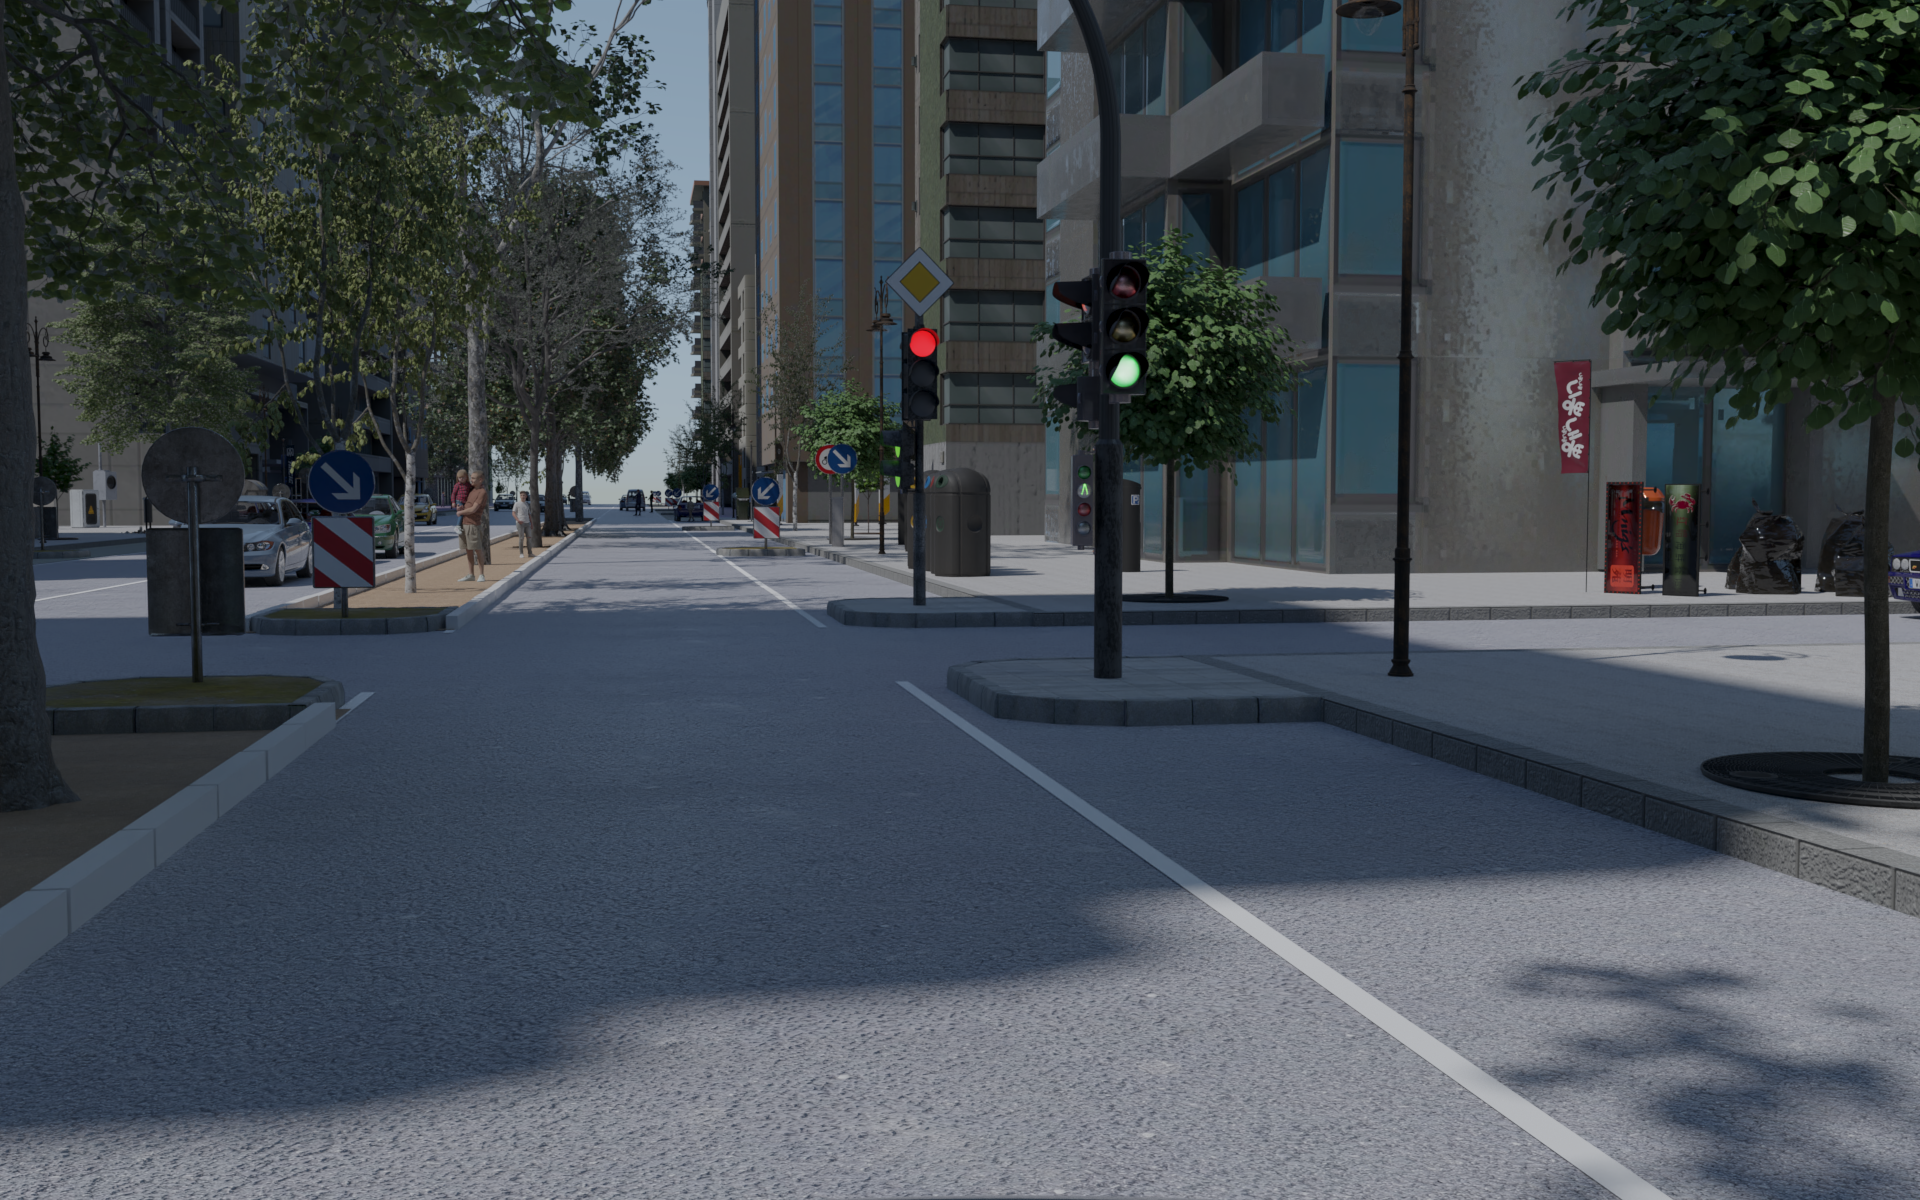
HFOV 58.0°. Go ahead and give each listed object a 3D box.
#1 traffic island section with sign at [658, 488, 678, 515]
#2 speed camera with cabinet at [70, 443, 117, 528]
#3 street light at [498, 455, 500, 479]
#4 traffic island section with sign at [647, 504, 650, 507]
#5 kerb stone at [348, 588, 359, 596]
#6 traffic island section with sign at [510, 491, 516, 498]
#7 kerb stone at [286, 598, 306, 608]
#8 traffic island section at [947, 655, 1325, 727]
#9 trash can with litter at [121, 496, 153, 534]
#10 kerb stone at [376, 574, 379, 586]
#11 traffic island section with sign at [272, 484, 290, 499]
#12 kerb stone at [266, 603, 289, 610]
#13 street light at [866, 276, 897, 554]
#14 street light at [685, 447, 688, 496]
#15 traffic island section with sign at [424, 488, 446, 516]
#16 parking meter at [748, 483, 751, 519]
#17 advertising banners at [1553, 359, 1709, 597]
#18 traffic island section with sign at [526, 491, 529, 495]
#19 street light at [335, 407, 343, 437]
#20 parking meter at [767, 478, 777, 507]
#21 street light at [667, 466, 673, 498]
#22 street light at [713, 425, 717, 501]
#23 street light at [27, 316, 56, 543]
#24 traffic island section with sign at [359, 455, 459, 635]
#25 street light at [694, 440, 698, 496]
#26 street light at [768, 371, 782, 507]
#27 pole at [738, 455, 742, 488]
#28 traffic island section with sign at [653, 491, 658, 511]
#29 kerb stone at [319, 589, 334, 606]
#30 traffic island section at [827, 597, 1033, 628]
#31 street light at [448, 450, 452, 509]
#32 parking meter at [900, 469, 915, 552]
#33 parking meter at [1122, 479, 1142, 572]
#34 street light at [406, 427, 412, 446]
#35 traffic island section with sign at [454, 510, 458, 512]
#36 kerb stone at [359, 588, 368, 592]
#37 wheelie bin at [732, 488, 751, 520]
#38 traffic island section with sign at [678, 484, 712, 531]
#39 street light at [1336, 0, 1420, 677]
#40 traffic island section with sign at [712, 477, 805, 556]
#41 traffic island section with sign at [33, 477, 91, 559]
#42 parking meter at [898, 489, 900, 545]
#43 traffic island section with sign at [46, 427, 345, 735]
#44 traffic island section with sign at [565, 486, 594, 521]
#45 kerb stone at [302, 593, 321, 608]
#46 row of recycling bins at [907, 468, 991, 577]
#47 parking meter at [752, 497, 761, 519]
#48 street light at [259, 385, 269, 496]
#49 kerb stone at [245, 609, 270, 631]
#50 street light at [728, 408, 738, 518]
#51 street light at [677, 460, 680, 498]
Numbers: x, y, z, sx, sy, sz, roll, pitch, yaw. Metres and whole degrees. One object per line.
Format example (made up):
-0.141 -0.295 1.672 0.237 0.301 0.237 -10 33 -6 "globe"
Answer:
-19.372 -6.684 117.908 1.989 1.847 2.006 -1 4 -11 "traffic island section with sign"
-33.144 -4.399 66.253 0.660 3.252 2.038 1 4 10 "speed camera with cabinet"
-53.910 -14.047 202.455 0.468 5.910 1.993 -1 4 -11 "street light"
-34.675 -11.613 198.507 1.989 1.847 2.006 -1 4 -11 "traffic island section with sign"
-8.666 -0.137 24.441 0.120 0.150 1.000 -1 4 -11 "kerb stone"
-50.535 -11.451 195.856 1.989 1.847 2.006 -1 4 -11 "traffic island section with sign"
-7.901 0.110 20.423 0.120 0.150 1.000 -1 4 -11 "kerb stone"
1.045 0.620 12.141 2.009 0.180 2.903 -1 4 -11 "traffic island section"
-26.771 -2.789 56.657 1.678 1.210 2.233 -1 4 -12 "trash can with litter"
-9.045 -0.261 26.460 0.120 0.150 1.000 -1 4 -11 "kerb stone"
-25.865 -3.505 65.931 1.989 1.847 2.006 -1 4 -11 "traffic island section with sign"
-7.714 0.170 19.418 0.120 0.150 1.000 -1 4 -11 "kerb stone"
-1.667 -3.917 36.825 0.468 5.910 1.993 -1 4 -11 "street light"
-26.662 -11.997 168.945 0.468 5.910 1.993 -1 4 -11 "street light"
-35.120 -6.483 114.620 1.989 1.847 2.006 -1 4 -11 "traffic island section with sign"
-10.886 -5.185 90.493 0.255 1.863 0.399 2 4 24 "parking meter"
8.542 -1.589 22.172 0.090 3.025 2.074 -3 5 -43 "advertising banners"
-55.662 -13.101 222.833 1.989 1.847 2.006 -1 4 -11 "traffic island section with sign"
-32.897 -7.284 91.887 0.468 5.910 1.993 -1 4 -11 "street light"
-6.901 -3.524 63.327 0.399 1.863 0.255 0 4 4 "parking meter"
-42.112 -16.953 249.966 0.468 5.910 1.993 -1 4 -11 "street light"
-15.889 -8.527 112.208 0.468 5.910 1.993 -1 4 -11 "street light"
-23.998 -4.426 45.152 0.468 5.910 1.993 -1 4 -11 "street light"
-6.482 -0.634 18.500 2.006 1.907 1.989 -1 4 -11 "traffic island section with sign"
-21.340 -10.267 140.645 0.468 5.910 1.993 -1 4 -11 "street light"
-6.909 -5.635 64.925 0.468 5.910 1.993 -1 4 -11 "street light"
-11.459 -5.903 90.354 0.158 3.312 0.155 0 3 0 "pole"
-24.446 -8.316 144.586 1.989 1.847 2.006 -1 4 -11 "traffic island section with sign"
-8.275 -0.010 22.435 0.120 0.150 1.000 -1 4 -11 "kerb stone"
-0.445 0.140 19.986 2.009 0.180 2.903 -1 4 -11 "traffic island section"
-43.609 -10.739 148.370 0.468 5.910 1.993 -1 4 -11 "street light"
-1.046 -2.007 38.532 0.399 1.863 0.255 1 4 16 "parking meter"
2.789 -1.229 28.500 0.372 1.533 0.369 0 3 0 "parking meter"
-38.230 -9.008 120.071 0.468 5.910 1.993 -1 4 -11 "street light"
-40.203 -8.122 141.429 1.989 1.847 2.006 -1 4 -11 "traffic island section with sign"
-8.845 -0.199 25.452 0.120 0.150 1.000 -1 4 -11 "kerb stone"
-10.773 -4.740 85.402 0.980 1.594 0.693 -1 4 -17 "wheelie bin"
-9.945 -3.644 68.207 1.989 1.847 2.006 -1 4 -11 "traffic island section with sign"
3.111 -2.401 12.049 0.468 5.910 1.993 -1 4 -11 "street light"
-4.736 -1.970 40.830 1.989 1.847 2.006 -1 4 -11 "traffic island section with sign"
-20.720 -1.847 38.832 1.989 1.847 2.006 -1 4 -11 "traffic island section with sign"
-1.351 -2.317 43.602 0.399 1.863 0.255 1 4 12 "parking meter"
-5.110 -0.189 11.221 2.006 1.907 1.989 -1 4 -11 "traffic island section with sign"
-20.509 -5.149 92.323 2.006 1.907 1.989 -1 4 -11 "traffic island section with sign"
-8.093 0.047 21.429 0.120 0.150 1.000 -1 4 -11 "kerb stone"
-0.170 -1.302 28.406 1.069 1.692 3.534 -1 4 -10 "row of recycling bins"
-9.256 -4.501 79.307 0.255 1.863 0.399 0 4 2 "parking meter"
-29.364 -6.143 73.228 0.468 5.910 1.993 -1 4 -11 "street light"
-7.515 0.233 18.416 0.120 0.150 1.000 -1 4 -11 "kerb stone"
-12.183 -7.354 93.019 0.468 5.910 1.993 -1 4 -11 "street light"
-31.449 -13.518 193.799 0.468 5.910 1.993 -1 4 -11 "street light"
